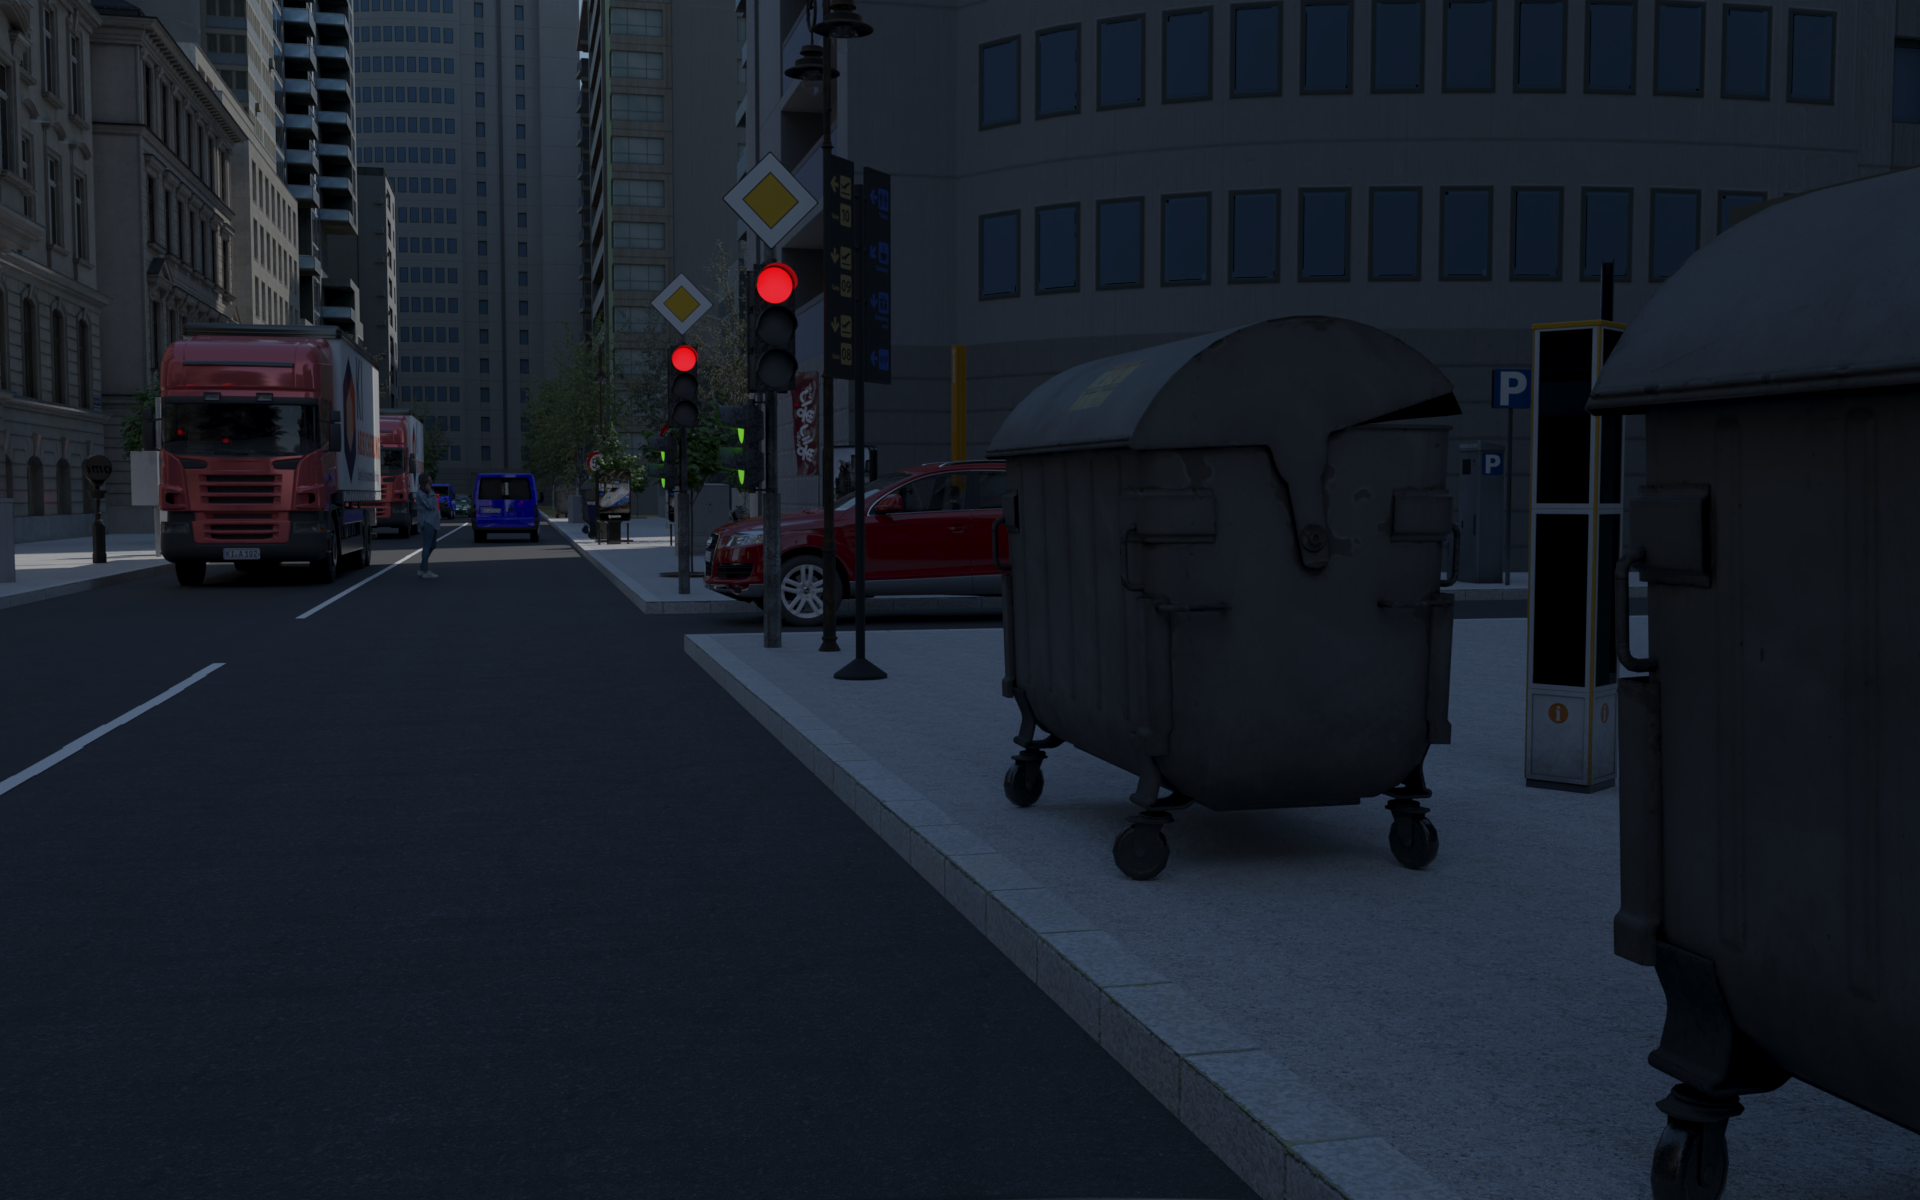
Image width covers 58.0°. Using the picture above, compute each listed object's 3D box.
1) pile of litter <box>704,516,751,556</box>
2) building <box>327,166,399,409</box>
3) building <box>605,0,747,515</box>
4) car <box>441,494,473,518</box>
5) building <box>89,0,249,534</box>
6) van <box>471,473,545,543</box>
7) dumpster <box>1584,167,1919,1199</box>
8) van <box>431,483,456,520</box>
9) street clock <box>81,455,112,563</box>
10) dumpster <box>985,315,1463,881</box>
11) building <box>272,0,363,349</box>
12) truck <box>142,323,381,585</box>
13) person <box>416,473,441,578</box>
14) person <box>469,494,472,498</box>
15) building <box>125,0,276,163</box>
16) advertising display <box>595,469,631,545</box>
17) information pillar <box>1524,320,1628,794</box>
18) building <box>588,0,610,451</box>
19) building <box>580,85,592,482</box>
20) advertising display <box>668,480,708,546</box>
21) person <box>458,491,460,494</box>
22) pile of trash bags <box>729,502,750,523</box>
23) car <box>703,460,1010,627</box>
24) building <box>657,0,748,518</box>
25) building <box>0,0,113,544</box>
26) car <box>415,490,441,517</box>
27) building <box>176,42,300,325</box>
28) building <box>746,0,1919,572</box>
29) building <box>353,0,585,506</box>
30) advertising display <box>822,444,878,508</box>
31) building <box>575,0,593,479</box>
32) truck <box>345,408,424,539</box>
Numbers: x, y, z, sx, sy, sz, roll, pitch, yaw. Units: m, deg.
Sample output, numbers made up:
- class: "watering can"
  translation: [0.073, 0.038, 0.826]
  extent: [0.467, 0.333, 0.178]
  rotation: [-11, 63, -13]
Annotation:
- class: "pile of litter"
  translation: [-4.436, -1.216, 33.853]
  extent: [1.176, 0.858, 1.719]
  rotation: [0, 4, 8]
- class: "building"
  translation: [-57.522, -23.382, 153.989]
  extent: [14.107, 30.474, 14.160]
  rotation: [-1, 4, -14]
- class: "building"
  translation: [-15.709, -26.193, 111.856]
  extent: [14.154, 41.232, 14.086]
  rotation: [-1, 4, -14]
- class: "car"
  translation: [-30.911, -5.795, 106.551]
  extent: [2.131, 1.459, 4.920]
  rotation: [-1, 4, -14]
- class: "building"
  translation: [-32.749, -12.126, 62.894]
  extent: [10.561, 19.102, 19.286]
  rotation: [-1, 4, -14]
- class: "van"
  translation: [-13.807, -2.963, 52.826]
  extent: [2.240, 2.365, 5.245]
  rotation: [-1, 4, -13]
- class: "dumpster"
  translation: [1.949, 0.203, 2.448]
  extent: [1.264, 1.857, 1.865]
  rotation: [-1, 4, -14]
- class: "van"
  translation: [-29.801, -5.759, 98.550]
  extent: [2.240, 2.365, 5.245]
  rotation: [-1, 4, -14]
- class: "street clock"
  translation: [-15.959, -1.682, 32.069]
  extent: [0.358, 2.002, 0.471]
  rotation: [3, 5, 41]
- class: "dumpster"
  translation: [0.928, -0.045, 6.498]
  extent: [1.264, 1.857, 1.865]
  rotation: [-1, 4, -14]
- class: "building"
  translation: [-55.286, -49.791, 126.746]
  extent: [22.319, 86.520, 31.000]
  rotation: [-1, 4, -14]
- class: "truck"
  translation: [-12.051, -2.565, 30.854]
  extent: [2.839, 4.237, 11.283]
  rotation: [-1, 4, -14]
- class: "person"
  translation: [-9.137, -1.278, 29.662]
  extent: [0.793, 1.790, 0.793]
  rotation: [-3, 4, -36]
- class: "person"
  translation: [-35.013, -7.117, 125.002]
  extent: [1.348, 1.807, 0.705]
  rotation: [0, 4, -2]
- class: "building"
  translation: [-53.286, -24.954, 99.871]
  extent: [32.217, 40.220, 23.993]
  rotation: [-1, 4, -14]
- class: "advertising display"
  translation: [-8.820, -2.377, 44.082]
  extent: [0.974, 1.923, 0.123]
  rotation: [-3, 5, -43]
- class: "information pillar"
  translation: [2.679, -0.186, 7.539]
  extent: [0.304, 2.012, 0.304]
  rotation: [3, 5, 42]
- class: "building"
  translation: [-16.423, -30.961, 129.917]
  extent: [21.300, 48.544, 21.600]
  rotation: [-1, 4, -14]
- class: "building"
  translation: [-33.772, -32.889, 187.839]
  extent: [14.200, 45.320, 14.600]
  rotation: [-1, 4, -14]
- class: "advertising display"
  translation: [-6.712, -2.295, 42.741]
  extent: [0.974, 1.923, 0.123]
  rotation: [0, 4, 4]
- class: "person"
  translation: [-43.701, -8.656, 150.958]
  extent: [0.756, 1.711, 0.436]
  rotation: [1, 4, 19]
- class: "pile of trash bags"
  translation: [-7.274, -2.764, 54.943]
  extent: [1.912, 1.369, 3.447]
  rotation: [2, 4, 33]
- class: "car"
  translation: [-0.294, -0.692, 19.980]
  extent: [5.304, 1.827, 2.281]
  rotation: [-1, 4, -14]
- class: "building"
  translation: [-2.285, -47.068, 82.233]
  extent: [22.319, 86.520, 31.000]
  rotation: [-1, 4, -14]
- class: "building"
  translation: [-27.590, -13.270, 36.048]
  extent: [14.460, 24.649, 34.723]
  rotation: [-1, 4, -14]
- class: "car"
  translation: [-26.046, -4.539, 82.893]
  extent: [2.281, 1.827, 5.304]
  rotation: [-1, 4, -13]
- class: "building"
  translation: [-37.449, -13.845, 81.115]
  extent: [10.420, 20.320, 16.860]
  rotation: [-1, 4, -14]
- class: "building"
  translation: [10.464, -30.288, 37.206]
  extent: [28.212, 58.520, 21.231]
  rotation: [-1, 4, -14]
- class: "building"
  translation: [-55.264, -39.383, 185.910]
  extent: [28.212, 58.520, 21.231]
  rotation: [-1, 4, -14]
- class: "advertising display"
  translation: [-1.445, -1.070, 22.713]
  extent: [0.123, 1.923, 0.974]
  rotation: [-3, 5, -45]
- class: "building"
  translation: [-22.671, -30.599, 154.923]
  extent: [22.147, 44.769, 28.867]
  rotation: [-1, 4, -14]
- class: "truck"
  translation: [-19.759, -4.278, 58.862]
  extent: [2.839, 4.237, 11.283]
  rotation: [-1, 4, -15]
